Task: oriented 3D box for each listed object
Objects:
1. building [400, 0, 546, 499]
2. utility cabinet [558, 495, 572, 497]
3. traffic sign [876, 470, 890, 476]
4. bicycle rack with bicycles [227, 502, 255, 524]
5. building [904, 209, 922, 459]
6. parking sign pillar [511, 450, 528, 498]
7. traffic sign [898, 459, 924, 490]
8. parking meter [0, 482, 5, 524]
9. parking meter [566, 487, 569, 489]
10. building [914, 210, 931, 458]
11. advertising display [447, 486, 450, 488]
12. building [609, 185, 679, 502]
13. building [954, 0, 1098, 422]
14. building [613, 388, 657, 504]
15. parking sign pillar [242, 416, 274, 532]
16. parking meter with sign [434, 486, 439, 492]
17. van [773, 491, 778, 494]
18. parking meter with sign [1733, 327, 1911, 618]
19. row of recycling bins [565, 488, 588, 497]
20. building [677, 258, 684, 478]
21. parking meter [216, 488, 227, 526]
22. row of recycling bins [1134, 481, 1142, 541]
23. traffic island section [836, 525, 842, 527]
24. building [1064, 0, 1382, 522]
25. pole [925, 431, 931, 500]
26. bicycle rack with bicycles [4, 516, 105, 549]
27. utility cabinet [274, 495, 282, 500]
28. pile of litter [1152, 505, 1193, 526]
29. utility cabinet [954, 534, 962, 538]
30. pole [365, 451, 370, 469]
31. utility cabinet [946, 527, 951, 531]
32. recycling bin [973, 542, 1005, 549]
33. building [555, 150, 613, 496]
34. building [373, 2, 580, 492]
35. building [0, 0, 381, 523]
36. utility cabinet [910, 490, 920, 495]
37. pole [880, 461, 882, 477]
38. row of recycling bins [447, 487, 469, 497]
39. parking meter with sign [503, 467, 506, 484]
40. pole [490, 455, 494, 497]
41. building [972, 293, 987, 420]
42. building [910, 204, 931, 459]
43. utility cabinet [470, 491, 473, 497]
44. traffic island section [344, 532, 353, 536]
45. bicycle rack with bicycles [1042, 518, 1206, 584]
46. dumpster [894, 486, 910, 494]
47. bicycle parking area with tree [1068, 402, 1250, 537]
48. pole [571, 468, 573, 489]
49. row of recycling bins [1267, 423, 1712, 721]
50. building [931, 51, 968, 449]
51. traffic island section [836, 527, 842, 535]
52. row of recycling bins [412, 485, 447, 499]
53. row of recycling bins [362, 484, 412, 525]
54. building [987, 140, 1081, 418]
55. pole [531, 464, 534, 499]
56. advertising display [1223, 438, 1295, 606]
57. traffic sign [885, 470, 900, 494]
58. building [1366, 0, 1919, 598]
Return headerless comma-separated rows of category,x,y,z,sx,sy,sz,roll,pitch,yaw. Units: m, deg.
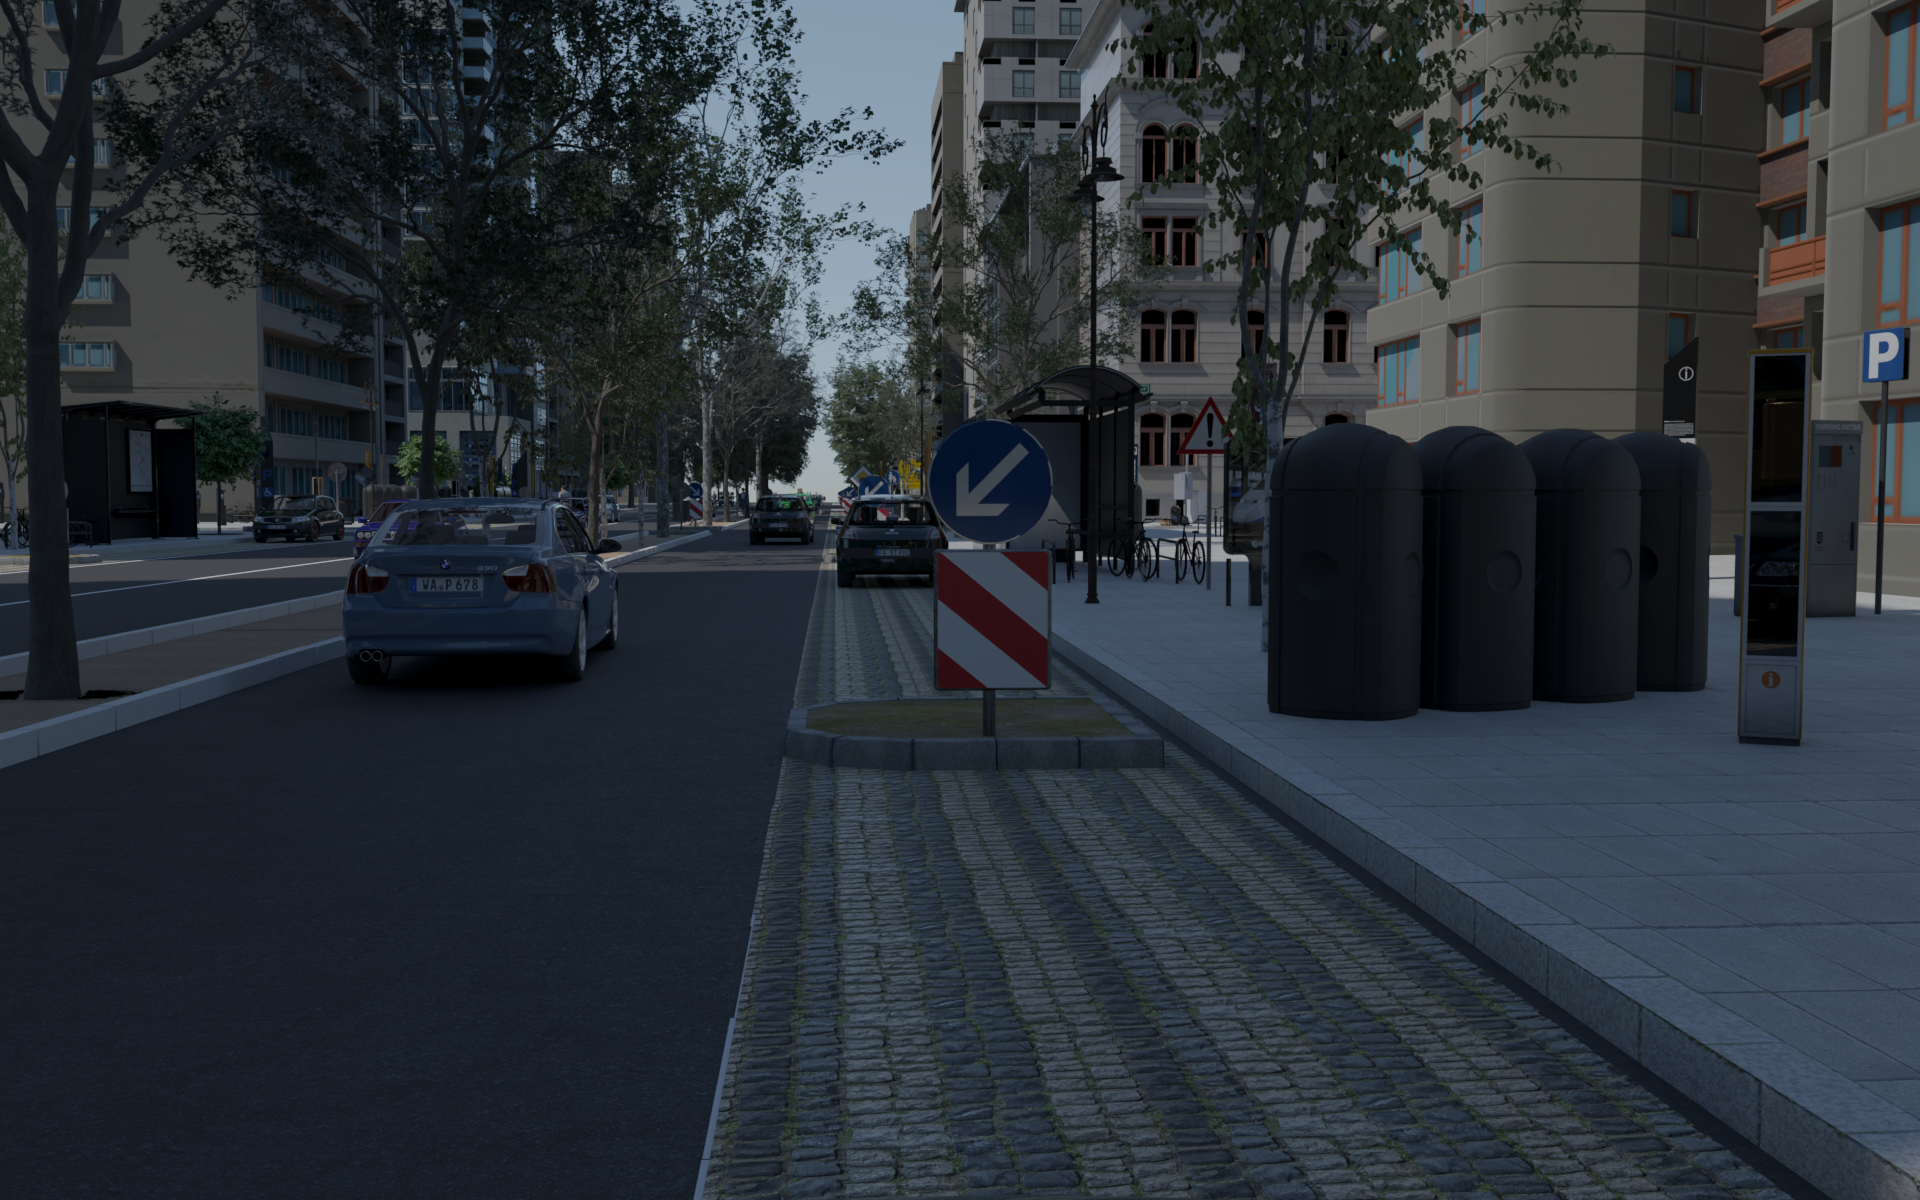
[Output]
building,-49.462,-51.527,155.142,22.319,86.520,31.000,0,4,-4
utility cabinet,-26.615,-6.451,116.634,1.020,1.237,0.306,2,4,32
traffic sign,-5.734,-9.014,141.258,2.265,3.308,0.079,0,4,-1
bicycle rack with bicycles,-31.018,-3.853,76.385,2.925,0.926,2.852,0,4,-3
building,2.074,-40.954,289.200,23.786,49.044,30.456,0,4,-4
parking sign pillar,-26.846,-7.162,105.572,1.447,3.967,1.447,1,4,14
traffic sign,-2.440,-6.492,100.012,2.265,3.308,0.079,0,4,3
parking meter,-41.571,-4.234,74.941,0.399,1.863,0.255,-3,5,-39
parking meter,-30.757,-7.964,135.915,0.399,1.863,0.255,-1,4,-18
building,0.343,-34.731,251.444,14.154,41.232,14.086,0,4,-4
advertising display,-39.604,-7.882,134.076,0.123,1.923,0.974,-1,4,-9
building,-56.155,-39.704,272.864,21.300,48.544,21.600,0,4,-4
building,14.662,-35.090,162.965,28.713,52.752,27.495,0,4,-4
building,-58.037,-24.624,247.640,27.650,21.520,28.899,0,4,-4
parking sign pillar,-23.915,-4.342,59.472,1.447,3.967,1.447,-2,4,-33
parking meter with sign,-32.114,-6.651,104.998,1.738,3.016,0.543,3,4,39
van,-28.457,-15.687,263.499,2.013,2.044,4.112,0,4,-6
parking meter with sign,9.007,-1.340,18.174,1.738,3.016,0.543,-1,4,-16
row of recycling bins,-28.712,-7.457,129.039,1.069,1.692,3.534,-2,4,-32
building,-54.174,-37.171,291.346,14.154,41.232,14.086,0,4,-4
parking meter,-29.976,-3.785,70.295,0.372,1.533,0.369,0,3,0
row of recycling bins,3.258,-2.495,47.898,3.534,1.692,1.069,0,4,-3
traffic island section,-3.984,-2.884,69.432,2.009,0.180,2.903,0,4,-4
building,17.691,-18.159,84.286,23.554,28.519,14.401,0,4,-4
pole,-1.037,-3.810,56.135,0.158,3.312,0.155,0,3,0
bicycle rack with bicycles,-22.135,-1.729,41.658,2.925,0.926,2.852,-2,4,-29
utility cabinet,-31.145,-4.159,79.163,1.020,1.237,0.306,-2,4,-29
pile of litter,8.554,-3.416,69.824,1.719,0.858,1.176,0,3,0
utility cabinet,0.169,-2.423,50.778,0.306,1.237,1.020,-2,4,-29
pole,-27.967,-5.381,81.825,0.158,3.312,0.155,0,3,0
utility cabinet,-0.128,-3.098,59.336,1.173,1.500,0.318,-2,4,-30
recycling bin,0.748,-1.652,39.566,0.722,1.027,0.722,2,4,24
building,-48.292,-31.594,200.150,14.154,41.232,14.086,0,4,-4
building,-51.252,-45.447,181.305,20.563,71.187,20.611,0,4,-4
building,-43.189,-28.341,87.084,21.300,48.544,21.600,0,4,-4
utility cabinet,-2.359,-5.005,90.512,0.318,1.500,1.173,-1,4,-16
pole,-4.847,-6.881,106.345,0.158,3.312,0.155,0,3,0
row of recycling bins,-28.995,-5.438,96.019,3.534,1.692,1.069,0,4,-5
parking meter with sign,-28.017,-6.950,109.887,1.738,3.016,0.543,0,4,-6
pole,-24.652,-5.955,91.211,0.158,3.312,0.155,0,3,0
building,6.643,-16.599,136.021,10.561,19.102,19.286,0,4,-4
building,-0.495,-37.684,266.238,14.600,45.320,14.200,0,4,-4
utility cabinet,-30.723,-6.238,110.670,1.173,1.500,0.318,1,4,11
traffic island section,-20.654,-2.321,60.228,2.009,0.180,2.903,0,4,-4
bicycle rack with bicycles,2.310,-0.754,25.717,2.852,0.926,2.925,0,4,-1
dumpster,-3.239,-6.255,104.760,1.502,2.255,1.985,0,4,-4
bicycle parking area with tree,6.069,-4.033,52.939,8.231,4.147,9.016,1,4,12
pole,-30.775,-8.784,137.469,0.158,3.312,0.155,0,3,0
row of recycling bins,3.437,-0.227,10.822,3.534,1.692,1.069,-2,4,-32
building,8.100,-34.502,187.810,21.300,48.544,21.600,0,4,-4
traffic island section,-3.407,-2.397,61.468,2.009,0.180,2.903,0,4,-4
row of recycling bins,-24.159,-4.295,77.334,1.069,1.692,3.534,0,4,2
row of recycling bins,-24.409,-4.056,73.427,1.069,1.692,3.534,0,4,-2
building,9.896,-17.879,111.396,14.314,24.678,30.058,0,4,-4
pole,-28.864,-7.525,116.878,0.158,3.312,0.155,0,3,0
advertising display,3.503,-0.895,19.851,0.974,1.923,0.123,0,4,-6
traffic sign,-3.571,-5.593,91.549,0.768,2.556,0.104,0,4,-3
building,25.074,-11.304,29.863,27.650,21.520,28.899,0,4,-4
